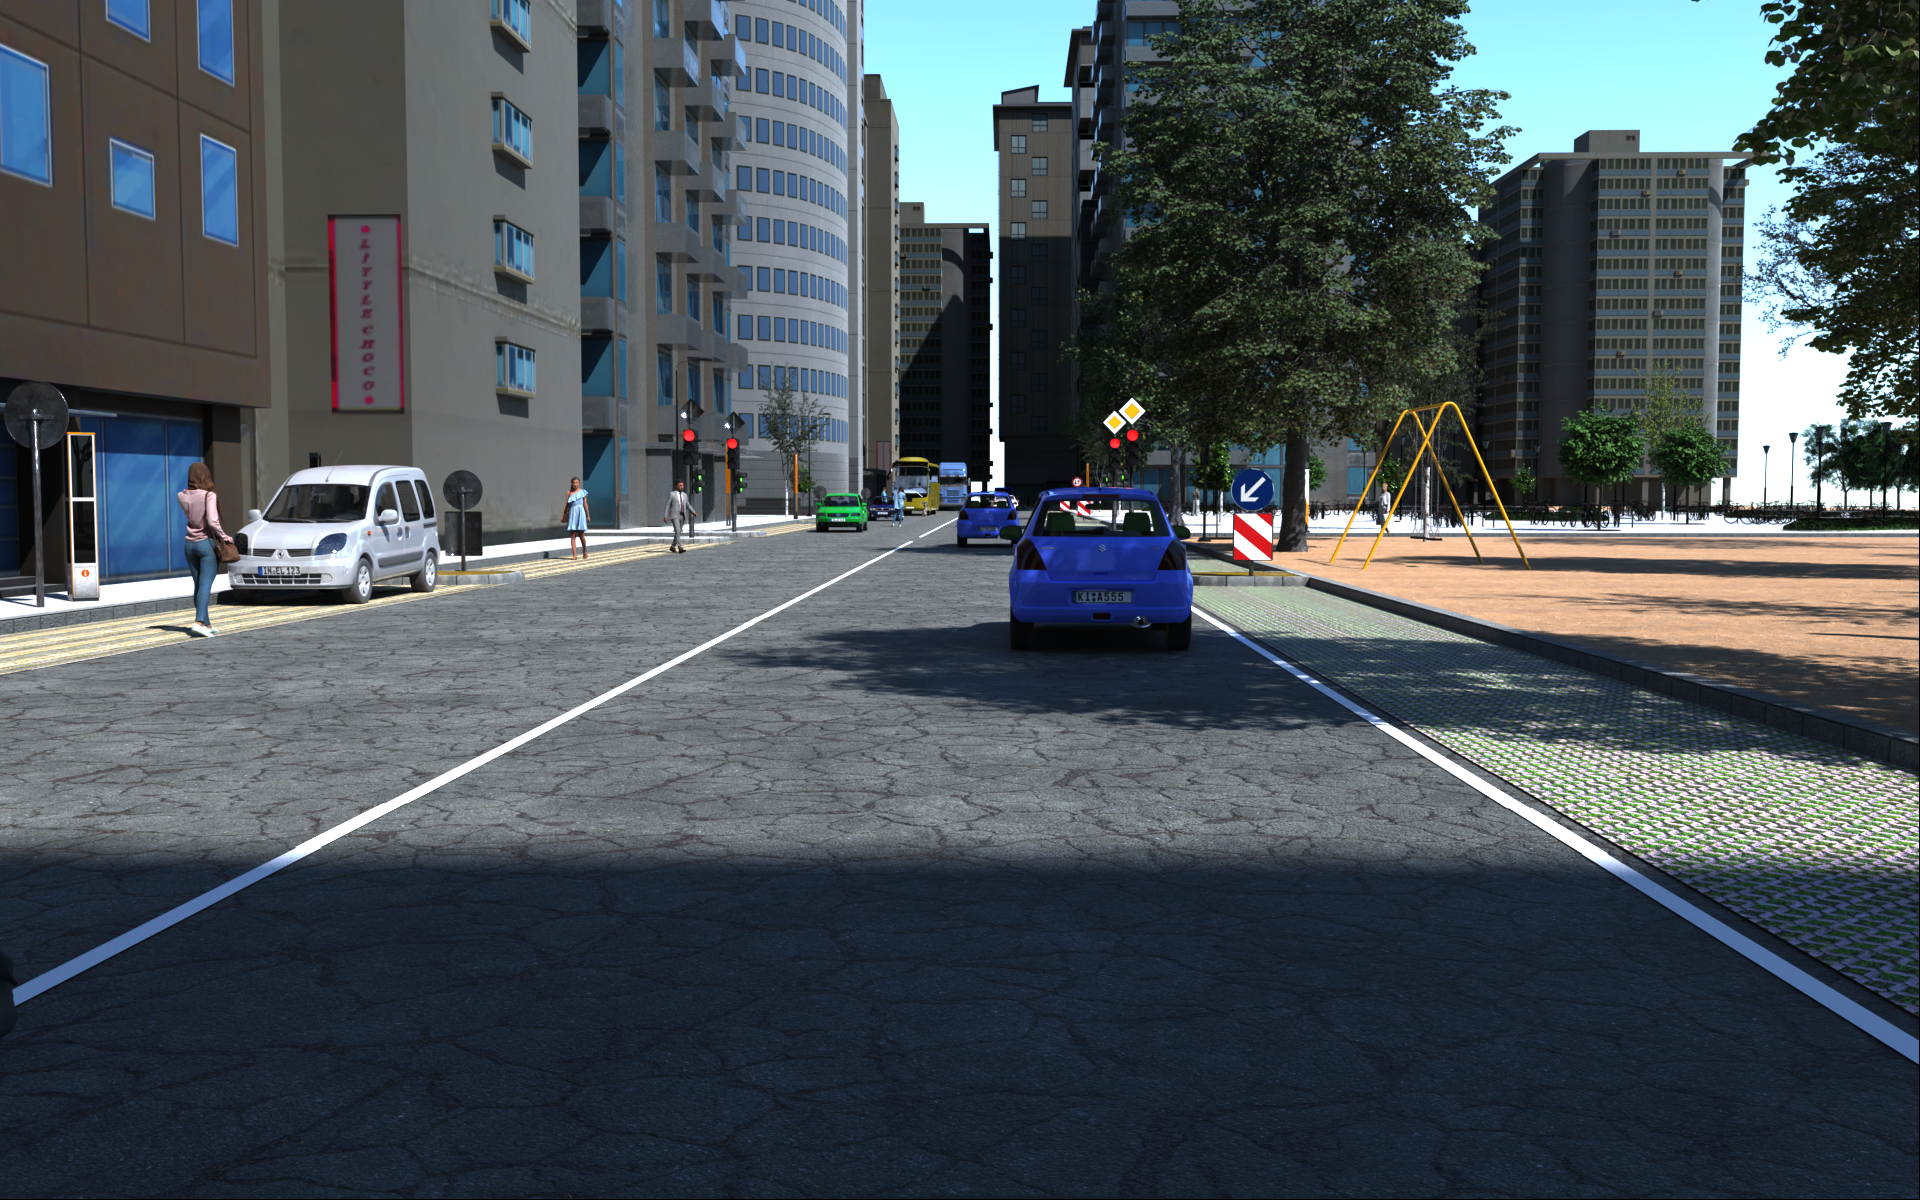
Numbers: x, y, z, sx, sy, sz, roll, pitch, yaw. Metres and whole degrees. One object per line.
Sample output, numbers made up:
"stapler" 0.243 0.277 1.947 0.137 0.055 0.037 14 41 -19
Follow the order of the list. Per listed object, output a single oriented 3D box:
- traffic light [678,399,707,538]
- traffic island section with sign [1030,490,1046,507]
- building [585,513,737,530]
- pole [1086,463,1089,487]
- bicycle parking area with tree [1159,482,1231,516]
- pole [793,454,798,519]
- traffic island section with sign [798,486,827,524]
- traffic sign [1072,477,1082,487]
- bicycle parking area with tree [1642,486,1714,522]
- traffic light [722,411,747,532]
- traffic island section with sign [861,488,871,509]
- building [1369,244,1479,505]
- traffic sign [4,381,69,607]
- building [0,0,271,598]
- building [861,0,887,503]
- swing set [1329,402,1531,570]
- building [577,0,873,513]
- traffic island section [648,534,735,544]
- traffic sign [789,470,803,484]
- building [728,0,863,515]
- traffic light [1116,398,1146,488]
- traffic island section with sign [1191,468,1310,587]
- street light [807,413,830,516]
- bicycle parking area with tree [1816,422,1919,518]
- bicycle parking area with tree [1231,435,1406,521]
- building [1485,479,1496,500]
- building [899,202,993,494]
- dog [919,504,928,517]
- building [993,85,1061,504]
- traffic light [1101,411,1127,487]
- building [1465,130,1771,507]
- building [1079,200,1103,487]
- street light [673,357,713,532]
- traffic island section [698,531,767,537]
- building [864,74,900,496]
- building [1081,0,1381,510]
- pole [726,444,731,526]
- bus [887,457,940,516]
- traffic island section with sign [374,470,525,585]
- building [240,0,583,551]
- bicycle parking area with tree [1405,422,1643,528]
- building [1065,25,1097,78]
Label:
"traffic light" -7.871 -3.786 50.824 0.839 4.253 0.868 0 4 1
"traffic island section with sign" 8.593 -10.931 187.349 1.989 1.847 2.006 0 4 1
"building" -21.409 -27.773 73.698 23.786 49.044 30.456 0 4 1
"pole" 8.393 -7.343 113.906 0.158 3.312 0.155 0 3 0
"bicycle parking area with tree" 15.661 -7.235 105.291 9.016 4.147 8.231 1 4 23
"pole" -8.355 -5.759 88.008 0.158 3.312 0.155 0 3 0
"traffic island section with sign" -6.731 -4.581 83.529 1.989 1.847 2.006 0 4 1
"traffic sign" 8.755 -7.911 129.454 0.768 2.556 0.104 1 4 9
"bicycle parking area with tree" 36.612 -5.824 82.223 9.016 4.147 8.231 -3 5 -41
"traffic light" -7.663 -4.274 58.807 0.839 4.253 0.868 0 4 1
"traffic island section with sign" -6.015 -6.300 111.627 1.989 1.847 2.006 0 4 1
"building" 51.151 -26.250 200.896 14.107 30.474 14.160 0 4 1
"traffic sign" -10.417 -1.189 19.545 0.768 2.556 0.104 0 4 5
"building" -18.497 -22.659 20.591 14.600 45.320 14.200 0 4 1
"building" -17.955 -44.982 173.709 20.563 71.187 20.611 0 4 1
"swing set" 8.297 -2.022 30.673 2.862 2.851 3.119 0 4 1
"building" -20.023 -32.375 148.944 23.786 49.044 30.456 0 4 1
"traffic island section" -7.911 -1.754 50.960 2.009 0.180 2.903 0 4 1
"traffic sign" -8.563 -5.530 90.524 0.768 2.556 0.104 0 4 4
"building" -18.249 -35.143 116.582 21.231 58.520 28.212 0 4 1
"traffic light" 4.986 -3.767 50.507 0.839 4.253 0.868 0 4 1
"traffic island section with sign" 4.447 -1.162 27.621 1.989 1.847 2.006 0 4 1
"street light" -8.085 -7.741 99.099 1.470 5.913 1.316 0 4 1
"bicycle parking area with tree" 36.961 -5.169 71.516 9.016 4.147 8.231 1 4 13
"bicycle parking area with tree" 19.330 -6.060 86.078 8.231 4.147 9.016 2 4 35
"building" 68.059 -27.624 223.350 14.107 30.474 14.160 0 4 1
"building" -7.563 -33.110 233.223 23.993 40.220 32.217 0 4 1
"dog" -2.355 -5.726 110.453 0.800 0.831 0.513 -2 4 -30
"building" 18.200 -39.293 231.676 27.495 52.752 28.713 0 4 1
"traffic light" 5.194 -4.255 58.490 0.839 4.253 0.868 0 4 1
"building" 70.260 -30.523 190.939 23.993 40.220 32.217 0 4 1
"building" 18.783 -24.475 171.859 14.160 30.474 14.107 0 4 1
"street light" -9.090 -5.286 58.973 1.470 5.913 1.316 0 4 1
"traffic island section" -7.703 -2.242 58.943 2.009 0.180 2.903 0 4 1
"building" -18.038 -35.114 197.819 21.600 48.544 21.300 0 4 1
"building" 22.760 -32.370 148.862 23.786 49.044 30.456 0 4 1
"pole" -9.351 -4.651 69.881 0.158 3.312 0.155 0 3 0
"bus" -3.008 -7.778 118.719 2.896 3.916 12.252 0 4 3
"traffic island section with sign" -8.171 -1.187 28.039 1.989 1.847 2.006 0 4 1
"building" -22.130 -25.488 40.426 21.600 48.544 21.300 0 4 1
"bicycle parking area with tree" 22.297 -5.013 68.963 8.231 4.147 9.016 1 4 17
"building" 26.341 -36.972 193.728 28.713 52.752 27.495 0 4 1
